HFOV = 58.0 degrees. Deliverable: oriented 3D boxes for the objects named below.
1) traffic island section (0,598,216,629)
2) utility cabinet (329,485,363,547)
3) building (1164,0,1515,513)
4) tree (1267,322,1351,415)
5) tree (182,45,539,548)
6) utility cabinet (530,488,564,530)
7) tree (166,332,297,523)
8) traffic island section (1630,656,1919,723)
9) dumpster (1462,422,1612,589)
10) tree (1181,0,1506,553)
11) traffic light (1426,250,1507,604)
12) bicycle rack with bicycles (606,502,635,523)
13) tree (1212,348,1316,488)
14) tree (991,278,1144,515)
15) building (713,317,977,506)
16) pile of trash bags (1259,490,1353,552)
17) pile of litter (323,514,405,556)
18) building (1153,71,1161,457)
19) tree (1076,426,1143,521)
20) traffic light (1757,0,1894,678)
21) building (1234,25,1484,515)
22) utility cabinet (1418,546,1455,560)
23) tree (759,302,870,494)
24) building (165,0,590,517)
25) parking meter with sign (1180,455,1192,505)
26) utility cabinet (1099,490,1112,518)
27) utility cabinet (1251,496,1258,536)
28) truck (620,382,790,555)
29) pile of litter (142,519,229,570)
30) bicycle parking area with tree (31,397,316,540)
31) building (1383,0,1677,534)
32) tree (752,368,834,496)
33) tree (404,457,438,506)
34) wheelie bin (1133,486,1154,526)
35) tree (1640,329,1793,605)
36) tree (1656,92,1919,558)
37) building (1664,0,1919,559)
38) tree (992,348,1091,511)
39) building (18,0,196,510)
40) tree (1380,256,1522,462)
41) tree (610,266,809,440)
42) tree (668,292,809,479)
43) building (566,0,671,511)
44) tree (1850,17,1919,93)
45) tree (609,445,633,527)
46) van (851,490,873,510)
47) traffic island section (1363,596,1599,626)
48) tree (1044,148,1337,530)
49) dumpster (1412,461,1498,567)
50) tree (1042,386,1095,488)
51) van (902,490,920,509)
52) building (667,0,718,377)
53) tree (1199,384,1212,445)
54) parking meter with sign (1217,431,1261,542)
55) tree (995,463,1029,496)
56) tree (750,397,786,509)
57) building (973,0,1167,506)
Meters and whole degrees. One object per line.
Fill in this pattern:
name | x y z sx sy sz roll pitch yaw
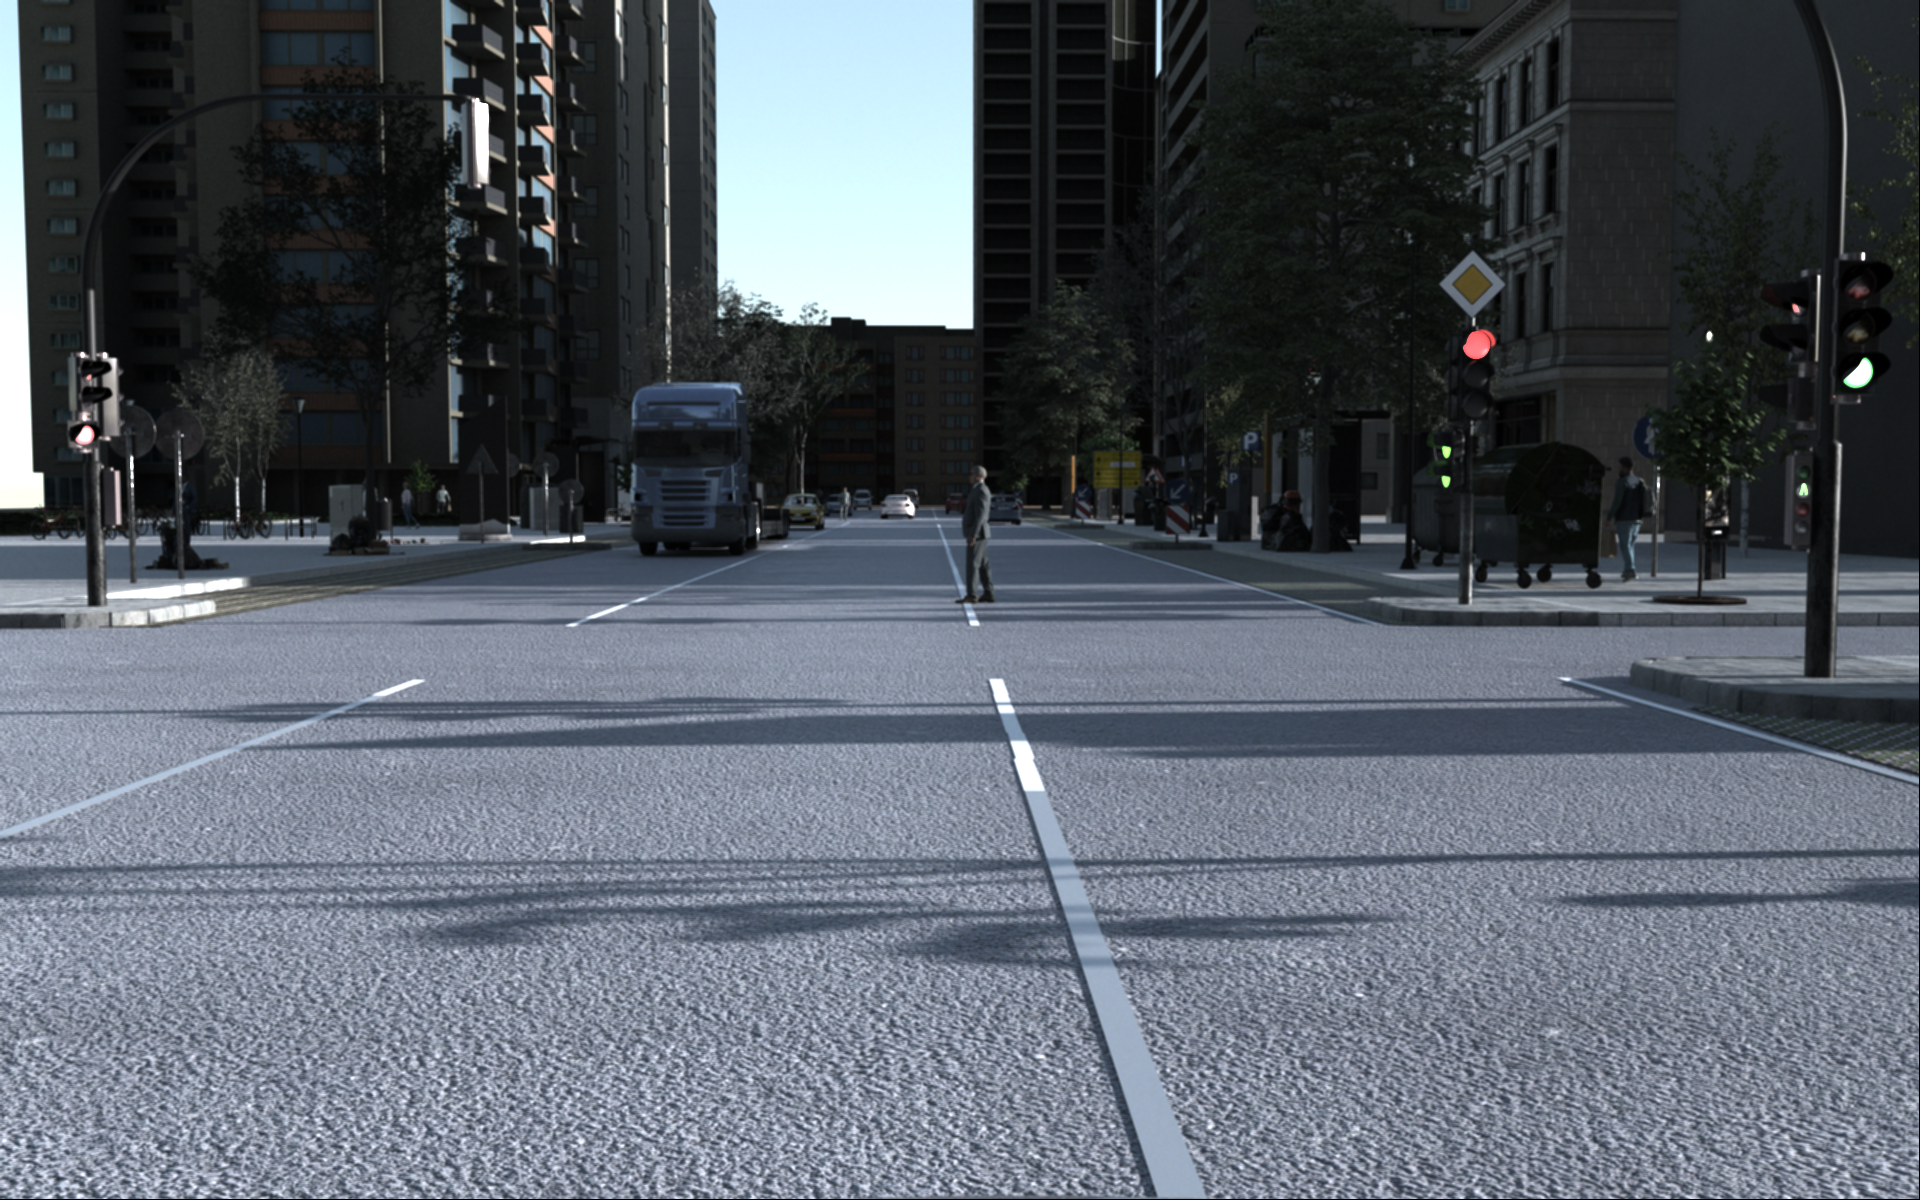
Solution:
traffic island section | -9.928 0.146 19.895 2.009 0.180 2.903 0 4 -1
utility cabinet | -14.341 -1.943 40.442 0.318 1.500 1.173 -3 5 -44
building | 27.303 -30.859 128.250 21.300 48.544 21.600 0 4 -1
tree | 14.378 -7.456 72.274 4.360 8.622 3.978 0 3 0
tree | -12.957 -6.281 37.112 8.767 10.594 7.601 1 4 18
utility cabinet | -14.520 -3.196 60.927 1.173 1.500 0.318 -3 5 -43
tree | -31.606 -7.618 74.910 4.360 8.622 3.978 0 3 0
traffic island section | 6.062 0.616 12.206 2.009 0.180 2.903 0 4 -1
dumpster | 8.055 -1.330 24.239 1.502 2.255 1.985 0 4 -1
tree | 8.208 -7.298 37.450 7.486 12.596 7.792 0 3 0
traffic light | 5.871 -1.905 20.075 0.839 4.253 0.868 0 4 -1
bicycle rack with bicycles | -14.330 -3.923 77.521 2.852 0.926 2.925 2 4 35
tree | 15.032 -7.966 80.601 4.737 8.622 4.395 0 3 0
tree | 6.527 -12.078 104.129 9.857 13.997 8.962 0 3 0
building | -12.879 -21.918 203.398 28.899 21.520 27.650 0 4 -1
pile of trash bags | 7.861 -1.848 39.975 1.912 1.369 3.447 0 4 1
pile of litter | -12.551 -1.380 36.532 1.719 0.858 1.176 -2 4 -23
building | 36.704 -37.647 204.767 27.495 52.752 28.713 0 4 -1
tree | 7.191 -6.113 83.668 4.285 4.588 4.351 0 3 0
traffic light | 3.932 -2.278 11.910 4.771 5.953 1.251 0 4 -1
building | 24.548 -20.745 110.878 14.160 30.474 14.107 0 4 -1
utility cabinet | 9.407 -1.410 34.208 0.306 1.237 1.020 -1 4 -14
tree | -14.251 -19.121 168.522 12.611 20.169 13.585 0 3 0
building | -35.850 -27.749 108.315 22.147 44.769 28.867 0 4 -1
parking meter with sign | 10.268 -5.034 78.571 0.543 3.016 1.738 1 4 8
utility cabinet | 7.743 -5.106 92.166 0.318 1.500 1.173 -1 4 -17
utility cabinet | 8.736 -2.559 53.006 0.306 1.237 1.020 -1 4 -21
truck | -6.513 -3.539 47.622 2.967 4.110 18.799 0 4 -2
pile of litter | -13.333 -0.968 29.794 1.719 0.858 1.176 3 5 43
bicycle parking area with tree | -22.134 -3.956 51.680 8.231 4.147 9.016 1 4 16
building | 23.375 -13.709 75.051 10.553 20.767 40.483 0 4 -1
tree | -14.170 -13.278 142.853 9.928 11.665 9.643 0 3 0
tree | -27.856 -5.778 89.079 1.663 3.219 1.824 0 3 0
wheelie bin | 7.389 -3.801 70.048 0.980 1.594 0.693 -3 5 -43
tree | 8.887 -1.577 20.389 1.663 3.219 1.824 0 3 0
tree | 15.902 -5.146 34.496 4.737 8.622 4.395 0 3 0
building | 30.740 -14.981 38.446 24.014 27.812 14.314 0 4 -1
tree | 6.757 -13.302 134.494 9.611 12.733 9.660 0 3 0
building | -64.015 -32.072 148.073 21.600 48.544 21.300 0 4 -1
tree | 14.594 -6.231 52.246 4.360 8.622 3.978 0 3 0
tree | -13.350 -11.170 93.002 12.009 13.543 11.850 0 3 0
tree | -14.378 -12.478 110.668 9.857 13.997 8.962 0 3 0
building | -39.254 -33.973 144.693 27.495 52.752 28.713 0 4 -1
tree | 15.376 -4.639 26.212 4.737 8.622 4.395 0 3 0
tree | -13.116 -4.529 68.653 1.663 3.219 1.824 0 3 0
van | -8.875 -9.210 157.593 2.013 2.044 4.112 0 4 -2
traffic island section | 5.911 0.128 20.190 2.009 0.180 2.903 0 4 -1
tree | 8.124 -9.267 61.881 12.009 13.543 11.850 0 3 0
dumpster | 8.933 -1.557 31.214 1.264 1.857 1.865 0 4 -1
tree | 7.451 -9.929 112.697 4.360 8.622 3.978 0 3 0
van | -4.894 -9.920 169.211 2.013 2.044 4.112 0 4 -1
building | -42.127 -40.099 197.611 28.212 58.520 21.231 0 4 -1
tree | 14.080 -8.503 89.388 4.737 8.622 4.395 0 3 0
parking meter with sign | 7.561 -3.112 47.142 0.543 3.016 1.738 2 4 34
tree | 5.209 -11.201 166.845 4.285 4.588 4.351 0 3 0
tree | -14.755 -10.995 130.122 4.360 8.622 3.978 0 3 0
building | 11.944 -46.500 198.533 20.611 71.187 20.563 0 4 -1
